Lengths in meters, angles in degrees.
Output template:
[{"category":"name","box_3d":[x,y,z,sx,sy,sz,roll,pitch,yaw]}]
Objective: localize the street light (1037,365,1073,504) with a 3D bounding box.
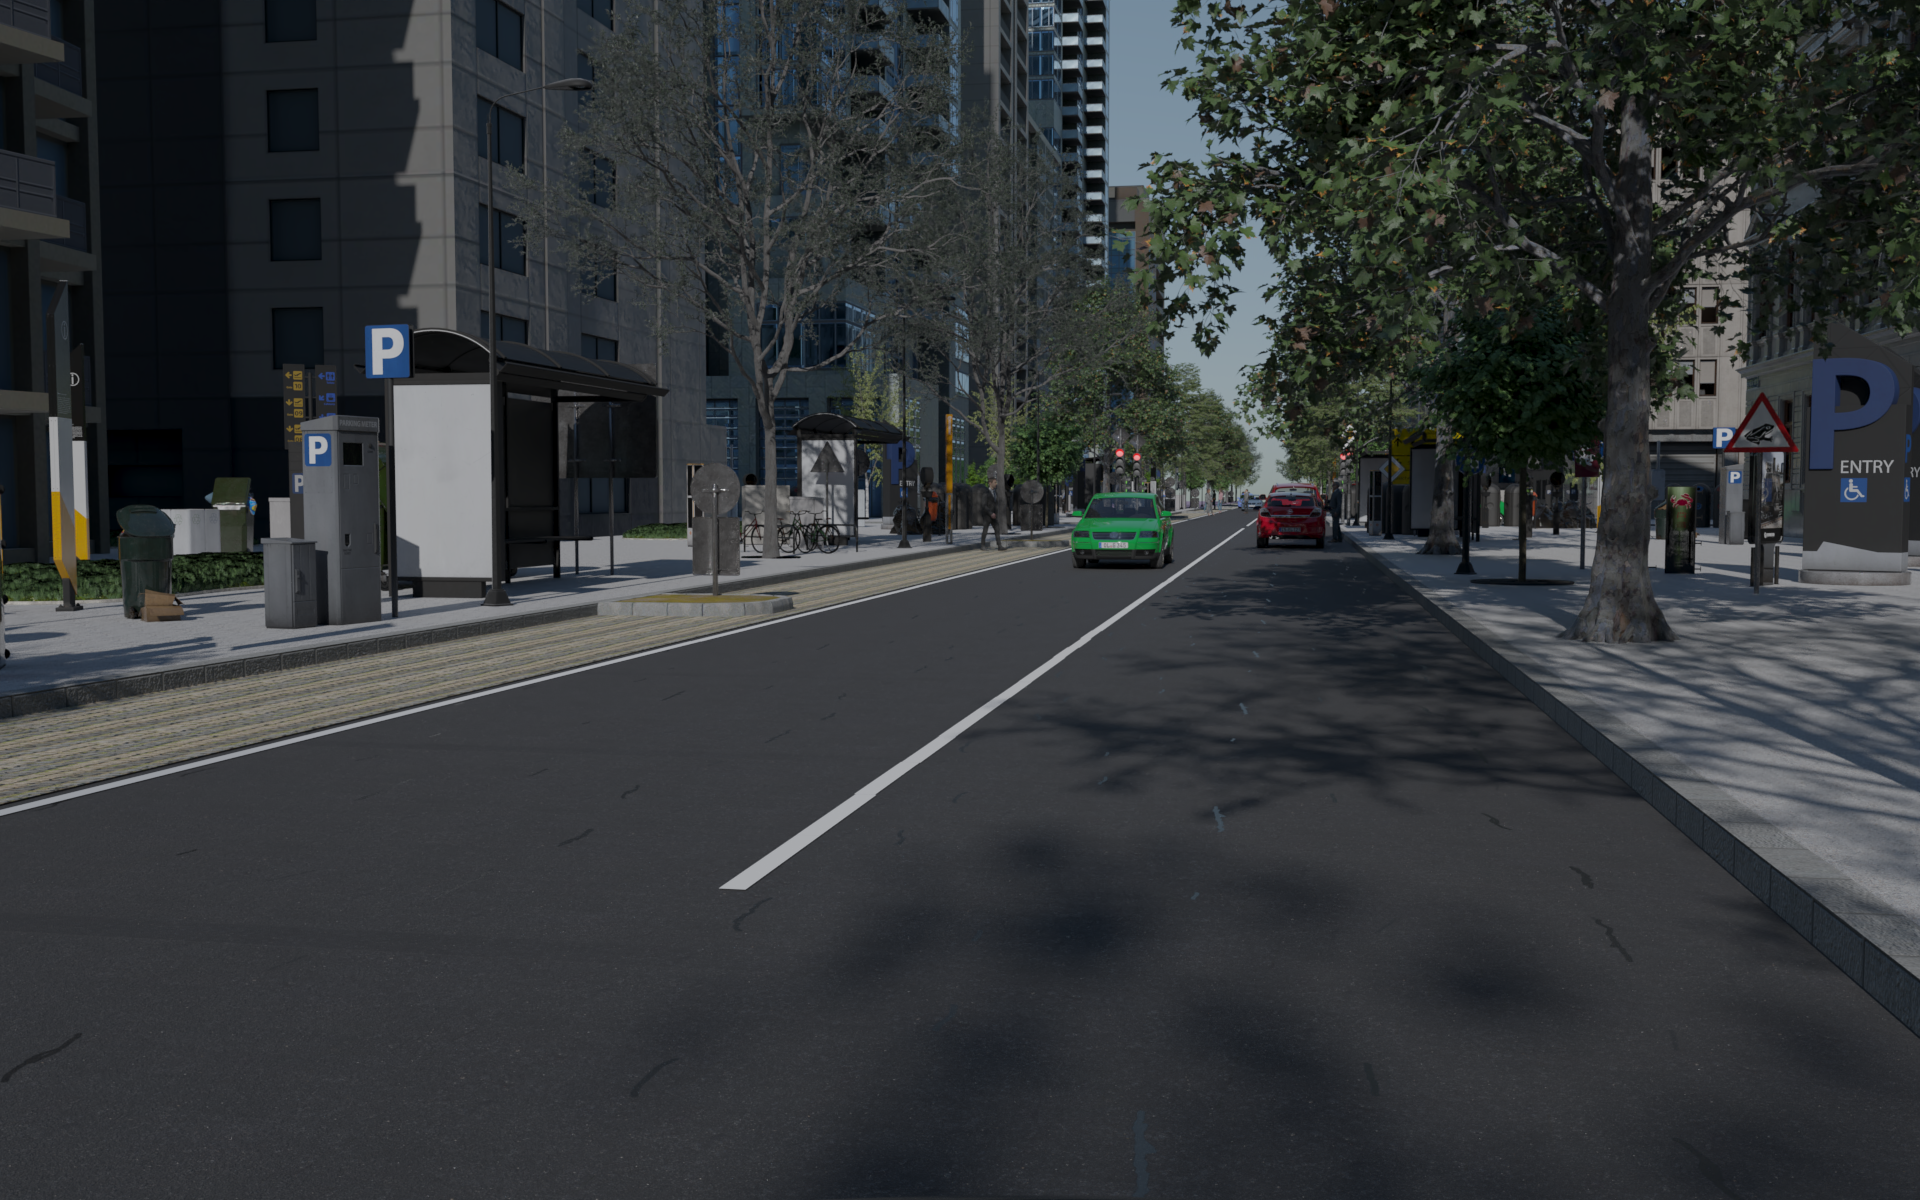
[{"category":"street light","box_3d":[3.346,-5.485,62.226,1.470,5.913,1.316,1,4,11]}]

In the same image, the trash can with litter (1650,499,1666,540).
[{"category":"trash can with litter","box_3d":[19.568,-2.284,48.734,1.055,1.170,0.624,1,4,23]}]

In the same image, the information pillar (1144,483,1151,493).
[{"category":"information pillar","box_3d":[11.913,-6.460,110.115,0.304,2.012,0.304,3,5,41]}]

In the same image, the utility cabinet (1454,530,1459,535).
[{"category":"utility cabinet","box_3d":[15.705,-2.676,54.912,0.306,1.237,1.020,1,4,14]}]

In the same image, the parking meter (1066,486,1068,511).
[{"category":"parking meter","box_3d":[7.717,-7.406,126.794,0.399,1.863,0.255,2,4,26]}]

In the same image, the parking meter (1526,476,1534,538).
[{"category":"parking meter","box_3d":[16.605,-2.757,50.796,0.255,1.863,0.399,-1,4,-13]}]

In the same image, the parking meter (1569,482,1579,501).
[{"category":"parking meter","box_3d":[30.272,-4.875,85.410,0.399,1.863,0.255,2,4,27]}]

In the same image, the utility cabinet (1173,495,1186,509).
[{"category":"utility cabinet","box_3d":[18.729,-8.361,147.867,1.020,1.237,0.306,1,4,21]}]

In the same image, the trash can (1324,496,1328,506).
[{"category":"trash can","box_3d":[29.223,-7.696,137.477,0.748,1.137,0.748,0,3,0]}]

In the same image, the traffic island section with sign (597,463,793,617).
[{"category":"traffic island section with sign","box_3d":[-3.123,-0.763,21.104,1.989,1.847,2.006,1,4,11]}]

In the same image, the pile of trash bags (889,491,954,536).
[{"category":"pile of trash bags","box_3d":[-1.112,-2.753,54.761,1.912,1.369,3.447,-1,4,-10]}]

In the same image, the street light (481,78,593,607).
[{"category":"street light","box_3d":[-4.789,-2.879,19.616,1.470,5.913,1.316,1,4,11]}]

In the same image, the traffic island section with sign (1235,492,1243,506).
[{"category":"traffic island section with sign","box_3d":[31.982,-11.943,203.897,1.989,1.847,2.006,1,4,11]}]

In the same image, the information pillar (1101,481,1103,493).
[{"category":"information pillar","box_3d":[8.091,-5.694,97.585,0.304,2.012,0.304,0,4,-7]}]

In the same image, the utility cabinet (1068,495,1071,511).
[{"category":"utility cabinet","box_3d":[7.989,-7.120,127.569,0.306,1.237,1.020,0,4,7]}]

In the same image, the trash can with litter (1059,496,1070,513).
[{"category":"trash can with litter","box_3d":[7.174,-6.713,120.817,1.678,1.210,2.233,-2,4,-33]}]

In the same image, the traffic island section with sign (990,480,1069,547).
[{"category":"traffic island section with sign","box_3d":[1.965,-2.382,47.576,1.989,1.847,2.006,1,4,11]}]

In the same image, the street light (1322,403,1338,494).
[{"category":"street light","box_3d":[15.477,-5.956,69.914,1.470,5.913,1.316,1,4,11]}]

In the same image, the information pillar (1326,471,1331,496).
[{"category":"information pillar","box_3d":[31.277,-9.522,147.042,0.183,3.616,0.504,-3,5,-40]}]

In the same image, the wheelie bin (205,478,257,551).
[{"category":"wheelie bin","box_3d":[-13.958,-1.549,33.236,0.980,1.594,0.693,0,4,-8]}]

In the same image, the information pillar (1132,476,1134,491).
[{"category":"information pillar","box_3d":[11.502,-7.578,115.248,0.183,3.616,0.504,1,4,11]}]

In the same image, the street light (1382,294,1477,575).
[{"category":"street light","box_3d":[7.561,-3.371,27.657,1.470,5.913,1.316,1,4,11]}]

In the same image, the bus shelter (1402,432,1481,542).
[{"category":"bus shelter","box_3d":[13.690,-3.369,49.009,2.014,3.302,5.546,1,4,11]}]

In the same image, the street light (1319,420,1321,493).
[{"category":"street light","box_3d":[18.985,-7.050,87.804,1.470,5.913,1.316,1,4,11]}]

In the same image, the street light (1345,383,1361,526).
[{"category":"street light","box_3d":[11.565,-4.663,48.777,1.470,5.913,1.316,1,4,11]}]

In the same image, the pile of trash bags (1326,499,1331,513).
[{"category":"pile of trash bags","box_3d":[26.852,-6.692,119.160,1.912,1.369,3.447,-3,5,-44]}]

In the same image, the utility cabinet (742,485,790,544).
[{"category":"utility cabinet","box_3d":[-4.920,-2.154,43.900,1.173,1.500,0.318,-2,4,-24]}]

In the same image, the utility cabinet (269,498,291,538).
[{"category":"utility cabinet","box_3d":[-10.995,-1.064,28.550,1.020,1.237,0.306,3,5,42]}]

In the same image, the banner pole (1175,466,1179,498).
[{"category":"banner pole","box_3d":[17.294,-9.075,138.392,0.401,3.779,0.863,-1,4,-15]}]

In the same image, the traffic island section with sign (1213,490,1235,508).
[{"category":"traffic island section with sign","box_3d":[26.866,-10.315,177.282,1.989,1.847,2.006,1,4,11]}]

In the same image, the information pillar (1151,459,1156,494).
[{"category":"information pillar","box_3d":[12.370,-7.314,110.936,0.183,3.616,0.504,-2,4,-31]}]

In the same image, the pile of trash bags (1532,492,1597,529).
[{"category":"pile of trash bags","box_3d":[22.140,-3.358,64.650,3.447,1.369,1.912,-3,4,-36]}]

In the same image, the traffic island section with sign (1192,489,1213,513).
[{"category":"traffic island section with sign","box_3d":[17.526,-7.341,128.648,1.989,1.847,2.006,1,4,11]}]

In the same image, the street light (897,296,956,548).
[{"category":"street light","box_3d":[-0.785,-4.171,40.736,1.470,5.913,1.316,1,4,11]}]

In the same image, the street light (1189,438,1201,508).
[{"category":"street light","box_3d":[18.934,-10.461,143.574,1.470,5.913,1.316,1,4,11]}]

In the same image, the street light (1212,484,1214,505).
[{"category":"street light","box_3d":[25.203,-12.460,176.262,1.470,5.913,1.316,1,4,11]}]

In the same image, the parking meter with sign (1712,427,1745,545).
[{"category":"parking meter with sign","box_3d":[19.779,-2.948,44.453,0.543,3.016,1.738,1,4,10]}]

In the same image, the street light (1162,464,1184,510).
[{"category":"street light","box_3d":[14.894,-9.169,122.462,1.470,5.913,1.316,1,4,11]}]

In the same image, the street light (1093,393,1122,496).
[{"category":"street light","box_3d":[6.741,-6.563,79.839,1.470,5.913,1.316,1,4,11]}]

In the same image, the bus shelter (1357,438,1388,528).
[{"category":"bus shelter","box_3d":[15.182,-4.171,62.113,2.014,3.302,5.546,1,4,11]}]

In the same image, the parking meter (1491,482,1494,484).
[{"category":"parking meter","box_3d":[23.145,-4.287,75.796,0.399,1.863,0.255,-2,4,-32]}]

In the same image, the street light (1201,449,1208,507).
[{"category":"street light","box_3d":[21.179,-11.153,154.886,1.470,5.913,1.316,1,4,11]}]

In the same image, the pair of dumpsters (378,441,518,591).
[{"category":"pair of dumpsters","box_3d":[-7.750,-1.370,24.888,1.574,2.255,4.437,1,4,11]}]

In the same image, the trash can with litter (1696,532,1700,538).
[{"category":"trash can with litter","box_3d":[21.104,-2.408,50.750,1.055,1.170,0.624,-1,4,-20]}]

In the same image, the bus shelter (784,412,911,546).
[{"category":"bus shelter","box_3d":[-2.867,-3.165,45.664,2.014,3.302,5.546,1,4,11]}]

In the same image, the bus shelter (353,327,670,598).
[{"category":"bus shelter","box_3d":[-5.917,-1.828,23.813,2.014,3.302,5.546,1,4,11]}]

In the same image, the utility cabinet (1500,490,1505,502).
[{"category":"utility cabinet","box_3d":[30.945,-5.552,99.452,1.173,1.500,0.318,0,4,3]}]

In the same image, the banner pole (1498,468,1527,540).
[{"category":"banner pole","box_3d":[15.411,-3.564,48.284,0.863,3.779,0.401,3,4,36]}]

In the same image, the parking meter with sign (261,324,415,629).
[{"category":"parking meter with sign","box_3d":[-6.159,-1.278,17.163,0.543,3.016,1.738,1,4,20]}]

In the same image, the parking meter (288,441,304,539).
[{"category":"parking meter","box_3d":[-7.216,-0.828,19.243,0.399,1.863,0.255,2,4,27]}]

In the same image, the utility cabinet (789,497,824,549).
[{"category":"utility cabinet","box_3d":[-3.621,-1.823,40.974,0.306,1.237,1.020,-3,5,-40]}]

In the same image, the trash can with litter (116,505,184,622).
[{"category":"trash can with litter","box_3d":[-8.224,-0.390,17.765,0.624,1.170,1.055,-3,5,-41]}]

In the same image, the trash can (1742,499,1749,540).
[{"category":"trash can","box_3d":[22.324,-2.286,49.033,0.748,1.137,0.748,0,3,0]}]

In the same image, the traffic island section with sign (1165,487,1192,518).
[{"category":"traffic island section with sign","box_3d":[12.448,-5.721,102.173,1.989,1.847,2.006,1,4,11]}]

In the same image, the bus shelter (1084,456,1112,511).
[{"category":"bus shelter","box_3d":[8.733,-7.164,108.407,1.731,3.624,6.357,1,4,11]}]

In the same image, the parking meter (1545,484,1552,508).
[{"category":"parking meter","box_3d":[33.989,-5.770,100.052,0.399,1.863,0.255,1,4,14]}]

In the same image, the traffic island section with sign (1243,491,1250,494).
[{"category":"traffic island section with sign","box_3d":[42.320,-15.241,257.824,1.989,1.847,2.006,1,4,11]}]

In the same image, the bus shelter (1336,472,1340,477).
[{"category":"bus shelter","box_3d":[32.923,-9.378,147.255,2.014,3.302,5.546,1,4,11]}]

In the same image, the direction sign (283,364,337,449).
[{"category":"direction sign","box_3d":[-11.370,-2.348,30.390,0.876,3.537,0.379,-2,4,-28]}]
